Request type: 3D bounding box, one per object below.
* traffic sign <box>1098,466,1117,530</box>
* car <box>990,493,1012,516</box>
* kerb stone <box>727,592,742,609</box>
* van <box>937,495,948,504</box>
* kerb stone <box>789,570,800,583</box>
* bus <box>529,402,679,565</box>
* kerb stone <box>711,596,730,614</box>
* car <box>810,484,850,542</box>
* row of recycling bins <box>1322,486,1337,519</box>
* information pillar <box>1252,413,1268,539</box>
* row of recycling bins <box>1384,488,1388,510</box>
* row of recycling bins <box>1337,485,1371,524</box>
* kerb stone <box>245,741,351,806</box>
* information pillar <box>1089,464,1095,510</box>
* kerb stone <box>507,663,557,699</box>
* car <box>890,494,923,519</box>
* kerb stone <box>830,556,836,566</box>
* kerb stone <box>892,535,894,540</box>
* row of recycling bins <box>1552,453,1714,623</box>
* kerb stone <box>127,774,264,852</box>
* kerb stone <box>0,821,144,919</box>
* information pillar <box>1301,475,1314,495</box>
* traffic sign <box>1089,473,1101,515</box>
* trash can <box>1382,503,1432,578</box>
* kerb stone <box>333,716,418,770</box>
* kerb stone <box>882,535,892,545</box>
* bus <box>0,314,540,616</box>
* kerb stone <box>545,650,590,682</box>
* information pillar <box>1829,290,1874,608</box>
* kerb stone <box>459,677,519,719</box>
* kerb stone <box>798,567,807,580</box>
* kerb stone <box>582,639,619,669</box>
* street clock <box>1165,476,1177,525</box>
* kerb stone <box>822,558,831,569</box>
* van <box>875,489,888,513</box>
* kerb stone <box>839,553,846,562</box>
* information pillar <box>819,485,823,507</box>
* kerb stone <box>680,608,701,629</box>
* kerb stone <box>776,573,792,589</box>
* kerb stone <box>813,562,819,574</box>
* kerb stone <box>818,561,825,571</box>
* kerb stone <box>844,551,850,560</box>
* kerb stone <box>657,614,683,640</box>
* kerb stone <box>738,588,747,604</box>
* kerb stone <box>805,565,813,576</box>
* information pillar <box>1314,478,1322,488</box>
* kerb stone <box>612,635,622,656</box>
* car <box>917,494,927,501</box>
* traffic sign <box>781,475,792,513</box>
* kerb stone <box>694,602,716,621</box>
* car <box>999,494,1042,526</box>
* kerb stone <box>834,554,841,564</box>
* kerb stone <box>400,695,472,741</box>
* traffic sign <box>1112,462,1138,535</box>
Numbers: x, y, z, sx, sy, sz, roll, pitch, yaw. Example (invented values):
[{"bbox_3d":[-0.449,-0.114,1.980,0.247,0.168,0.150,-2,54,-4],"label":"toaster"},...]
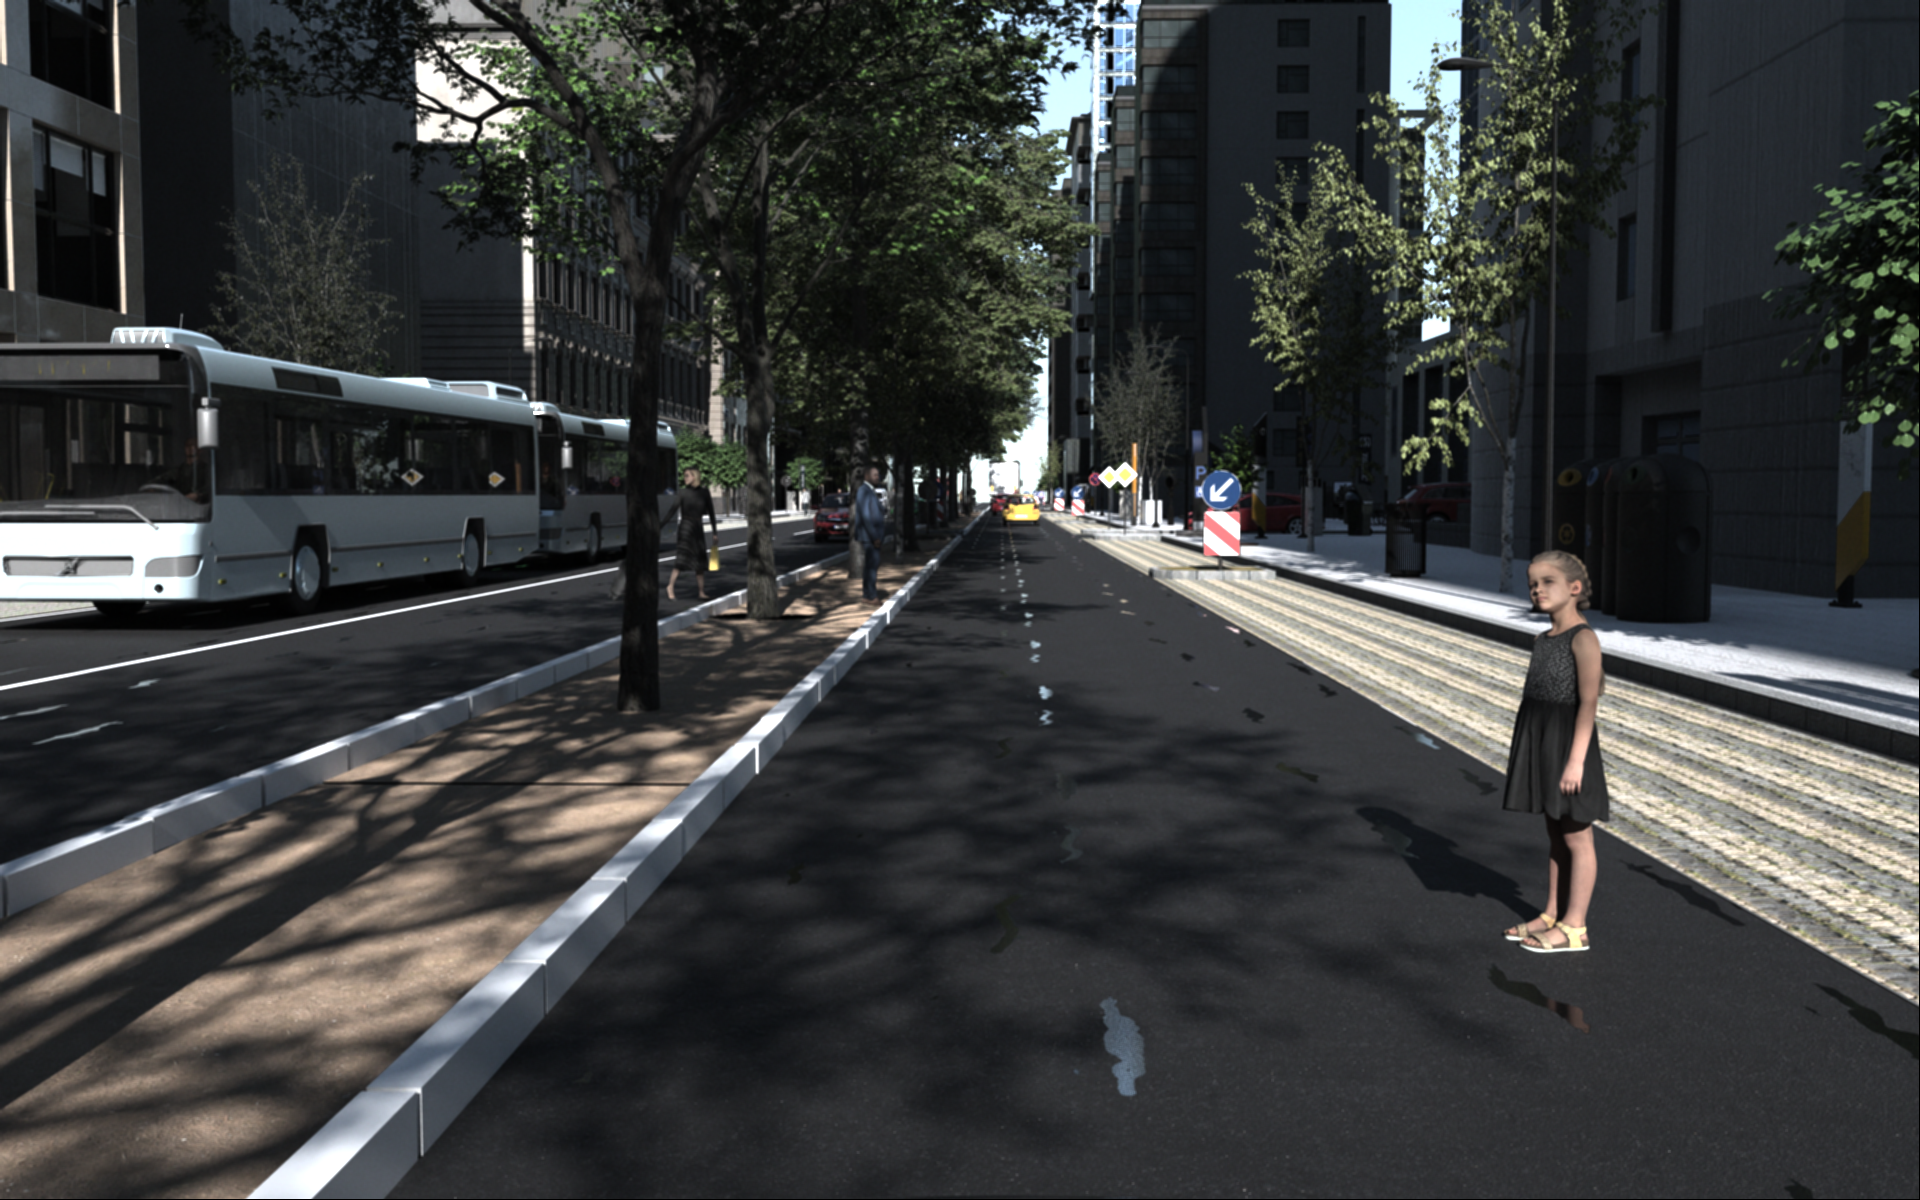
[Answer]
[{"bbox_3d":[5.363,-3.586,62.279,0.795,2.450,0.064,0,4,1],"label":"traffic sign"},{"bbox_3d":[3.061,-6.474,114.895,2.155,1.783,4.494,0,4,3],"label":"car"},{"bbox_3d":[-2.899,0.030,21.720,0.120,0.150,1.000,0,4,1],"label":"kerb stone"},{"bbox_3d":[-2.719,-15.376,258.412,2.013,2.044,4.112,0,4,2],"label":"van"},{"bbox_3d":[-2.740,-0.347,27.875,0.120,0.150,1.000,0,4,1],"label":"kerb stone"},{"bbox_3d":[-8.588,-2.623,37.743,2.948,3.499,13.247,0,4,1],"label":"bus"},{"bbox_3d":[-2.915,0.092,20.696,0.120,0.150,1.000,0,4,1],"label":"kerb stone"},{"bbox_3d":[-3.460,-2.684,52.931,2.155,1.783,4.494,0,4,-1],"label":"car"},{"bbox_3d":[19.784,-5.216,92.388,1.069,1.692,3.534,0,4,-1],"label":"row of recycling bins"},{"bbox_3d":[8.612,-3.572,49.761,0.504,3.616,0.183,-2,4,-34],"label":"information pillar"},{"bbox_3d":[30.179,-7.051,122.392,1.069,1.692,3.534,1,4,10],"label":"row of recycling bins"},{"bbox_3d":[17.004,-4.114,74.382,1.069,1.692,3.534,0,4,8],"label":"row of recycling bins"},{"bbox_3d":[-3.213,0.845,8.393,0.120,0.150,1.000,0,4,1],"label":"kerb stone"},{"bbox_3d":[10.370,-8.863,136.269,0.504,3.616,0.183,-2,4,-29],"label":"information pillar"},{"bbox_3d":[-3.114,0.594,12.489,0.120,0.150,1.000,0,4,1],"label":"kerb stone"},{"bbox_3d":[-3.074,-5.546,99.475,1.959,1.807,4.718,0,3,0],"label":"car"},{"bbox_3d":[-2.596,-0.721,34.036,0.120,0.150,1.000,0,4,1],"label":"kerb stone"},{"bbox_3d":[-2.149,-1.853,52.487,0.120,0.150,1.000,0,4,1],"label":"kerb stone"},{"bbox_3d":[7.294,-0.719,18.861,1.069,1.692,3.534,0,4,6],"label":"row of recycling bins"},{"bbox_3d":[-3.242,0.907,7.364,0.120,0.150,1.000,0,4,1],"label":"kerb stone"},{"bbox_3d":[-3.256,0.973,6.339,0.120,0.150,1.000,0,4,1],"label":"kerb stone"},{"bbox_3d":[13.639,-3.898,68.230,0.304,2.012,0.304,-1,4,-15],"label":"information pillar"},{"bbox_3d":[8.102,-6.331,103.623,0.768,2.556,0.104,0,4,5],"label":"traffic sign"},{"bbox_3d":[6.874,-0.920,26.692,0.748,1.137,0.748,0,3,0],"label":"trash can"},{"bbox_3d":[-3.191,0.782,9.415,0.120,0.150,1.000,0,4,1],"label":"kerb stone"},{"bbox_3d":[-2.174,-1.790,51.463,0.120,0.150,1.000,0,4,1],"label":"kerb stone"},{"bbox_3d":[-8.783,-1.733,23.197,2.948,3.499,13.247,0,4,2],"label":"bus"},{"bbox_3d":[-3.089,0.531,13.518,0.120,0.150,1.000,0,4,1],"label":"kerb stone"},{"bbox_3d":[10.067,-1.720,19.484,0.183,3.616,0.504,0,4,-6],"label":"information pillar"},{"bbox_3d":[-3.137,0.656,11.467,0.120,0.150,1.000,0,4,1],"label":"kerb stone"},{"bbox_3d":[-2.709,-0.410,28.897,0.120,0.150,1.000,0,4,1],"label":"kerb stone"},{"bbox_3d":[-3.056,0.468,14.539,0.120,0.150,1.000,0,4,1],"label":"kerb stone"},{"bbox_3d":[8.674,-4.076,71.214,0.358,2.002,0.471,-3,4,-37],"label":"street clock"},{"bbox_3d":[-2.620,-0.662,33.014,0.120,0.150,1.000,0,4,1],"label":"kerb stone"},{"bbox_3d":[-6.417,-7.587,131.057,2.013,2.044,4.112,0,4,3],"label":"van"},{"bbox_3d":[-2.544,-0.850,36.092,0.120,0.150,1.000,0,4,1],"label":"kerb stone"},{"bbox_3d":[-10.951,-8.085,136.681,0.304,2.012,0.304,0,4,1],"label":"information pillar"},{"bbox_3d":[-2.965,0.223,18.647,0.120,0.150,1.000,0,4,1],"label":"kerb stone"},{"bbox_3d":[-2.770,-0.284,26.838,0.120,0.150,1.000,0,4,1],"label":"kerb stone"},{"bbox_3d":[-2.672,-0.535,30.953,0.120,0.150,1.000,0,4,1],"label":"kerb stone"},{"bbox_3d":[-2.645,-0.587,31.984,0.120,0.150,1.000,0,4,1],"label":"kerb stone"},{"bbox_3d":[-2.518,-0.912,37.114,0.120,0.150,1.000,0,4,1],"label":"kerb stone"},{"bbox_3d":[-2.995,0.280,17.621,0.120,0.150,1.000,0,4,1],"label":"kerb stone"},{"bbox_3d":[-2.868,-0.033,22.742,0.120,0.150,1.000,0,4,1],"label":"kerb stone"},{"bbox_3d":[-2.693,-0.469,29.926,0.120,0.150,1.000,0,4,1],"label":"kerb stone"},{"bbox_3d":[16.474,-4.615,79.942,0.304,2.012,0.304,-2,4,-32],"label":"information pillar"},{"bbox_3d":[-3.043,0.410,15.562,0.120,0.150,1.000,0,4,1],"label":"kerb stone"},{"bbox_3d":[-4.259,-11.166,194.365,2.131,1.459,4.920,0,4,1],"label":"car"},{"bbox_3d":[-11.806,-7.188,117.629,0.768,2.556,0.104,0,4,8],"label":"traffic sign"},{"bbox_3d":[-2.943,0.155,19.671,0.120,0.150,1.000,0,4,1],"label":"kerb stone"},{"bbox_3d":[2.794,-4.245,79.623,2.015,1.641,3.980,0,4,1],"label":"car"},{"bbox_3d":[-2.568,-0.784,35.070,0.120,0.150,1.000,0,4,1],"label":"kerb stone"},{"bbox_3d":[-3.175,0.719,10.445,0.120,0.150,1.000,0,4,1],"label":"kerb stone"},{"bbox_3d":[5.170,-3.098,54.296,0.795,2.450,0.064,0,4,1],"label":"traffic sign"}]
